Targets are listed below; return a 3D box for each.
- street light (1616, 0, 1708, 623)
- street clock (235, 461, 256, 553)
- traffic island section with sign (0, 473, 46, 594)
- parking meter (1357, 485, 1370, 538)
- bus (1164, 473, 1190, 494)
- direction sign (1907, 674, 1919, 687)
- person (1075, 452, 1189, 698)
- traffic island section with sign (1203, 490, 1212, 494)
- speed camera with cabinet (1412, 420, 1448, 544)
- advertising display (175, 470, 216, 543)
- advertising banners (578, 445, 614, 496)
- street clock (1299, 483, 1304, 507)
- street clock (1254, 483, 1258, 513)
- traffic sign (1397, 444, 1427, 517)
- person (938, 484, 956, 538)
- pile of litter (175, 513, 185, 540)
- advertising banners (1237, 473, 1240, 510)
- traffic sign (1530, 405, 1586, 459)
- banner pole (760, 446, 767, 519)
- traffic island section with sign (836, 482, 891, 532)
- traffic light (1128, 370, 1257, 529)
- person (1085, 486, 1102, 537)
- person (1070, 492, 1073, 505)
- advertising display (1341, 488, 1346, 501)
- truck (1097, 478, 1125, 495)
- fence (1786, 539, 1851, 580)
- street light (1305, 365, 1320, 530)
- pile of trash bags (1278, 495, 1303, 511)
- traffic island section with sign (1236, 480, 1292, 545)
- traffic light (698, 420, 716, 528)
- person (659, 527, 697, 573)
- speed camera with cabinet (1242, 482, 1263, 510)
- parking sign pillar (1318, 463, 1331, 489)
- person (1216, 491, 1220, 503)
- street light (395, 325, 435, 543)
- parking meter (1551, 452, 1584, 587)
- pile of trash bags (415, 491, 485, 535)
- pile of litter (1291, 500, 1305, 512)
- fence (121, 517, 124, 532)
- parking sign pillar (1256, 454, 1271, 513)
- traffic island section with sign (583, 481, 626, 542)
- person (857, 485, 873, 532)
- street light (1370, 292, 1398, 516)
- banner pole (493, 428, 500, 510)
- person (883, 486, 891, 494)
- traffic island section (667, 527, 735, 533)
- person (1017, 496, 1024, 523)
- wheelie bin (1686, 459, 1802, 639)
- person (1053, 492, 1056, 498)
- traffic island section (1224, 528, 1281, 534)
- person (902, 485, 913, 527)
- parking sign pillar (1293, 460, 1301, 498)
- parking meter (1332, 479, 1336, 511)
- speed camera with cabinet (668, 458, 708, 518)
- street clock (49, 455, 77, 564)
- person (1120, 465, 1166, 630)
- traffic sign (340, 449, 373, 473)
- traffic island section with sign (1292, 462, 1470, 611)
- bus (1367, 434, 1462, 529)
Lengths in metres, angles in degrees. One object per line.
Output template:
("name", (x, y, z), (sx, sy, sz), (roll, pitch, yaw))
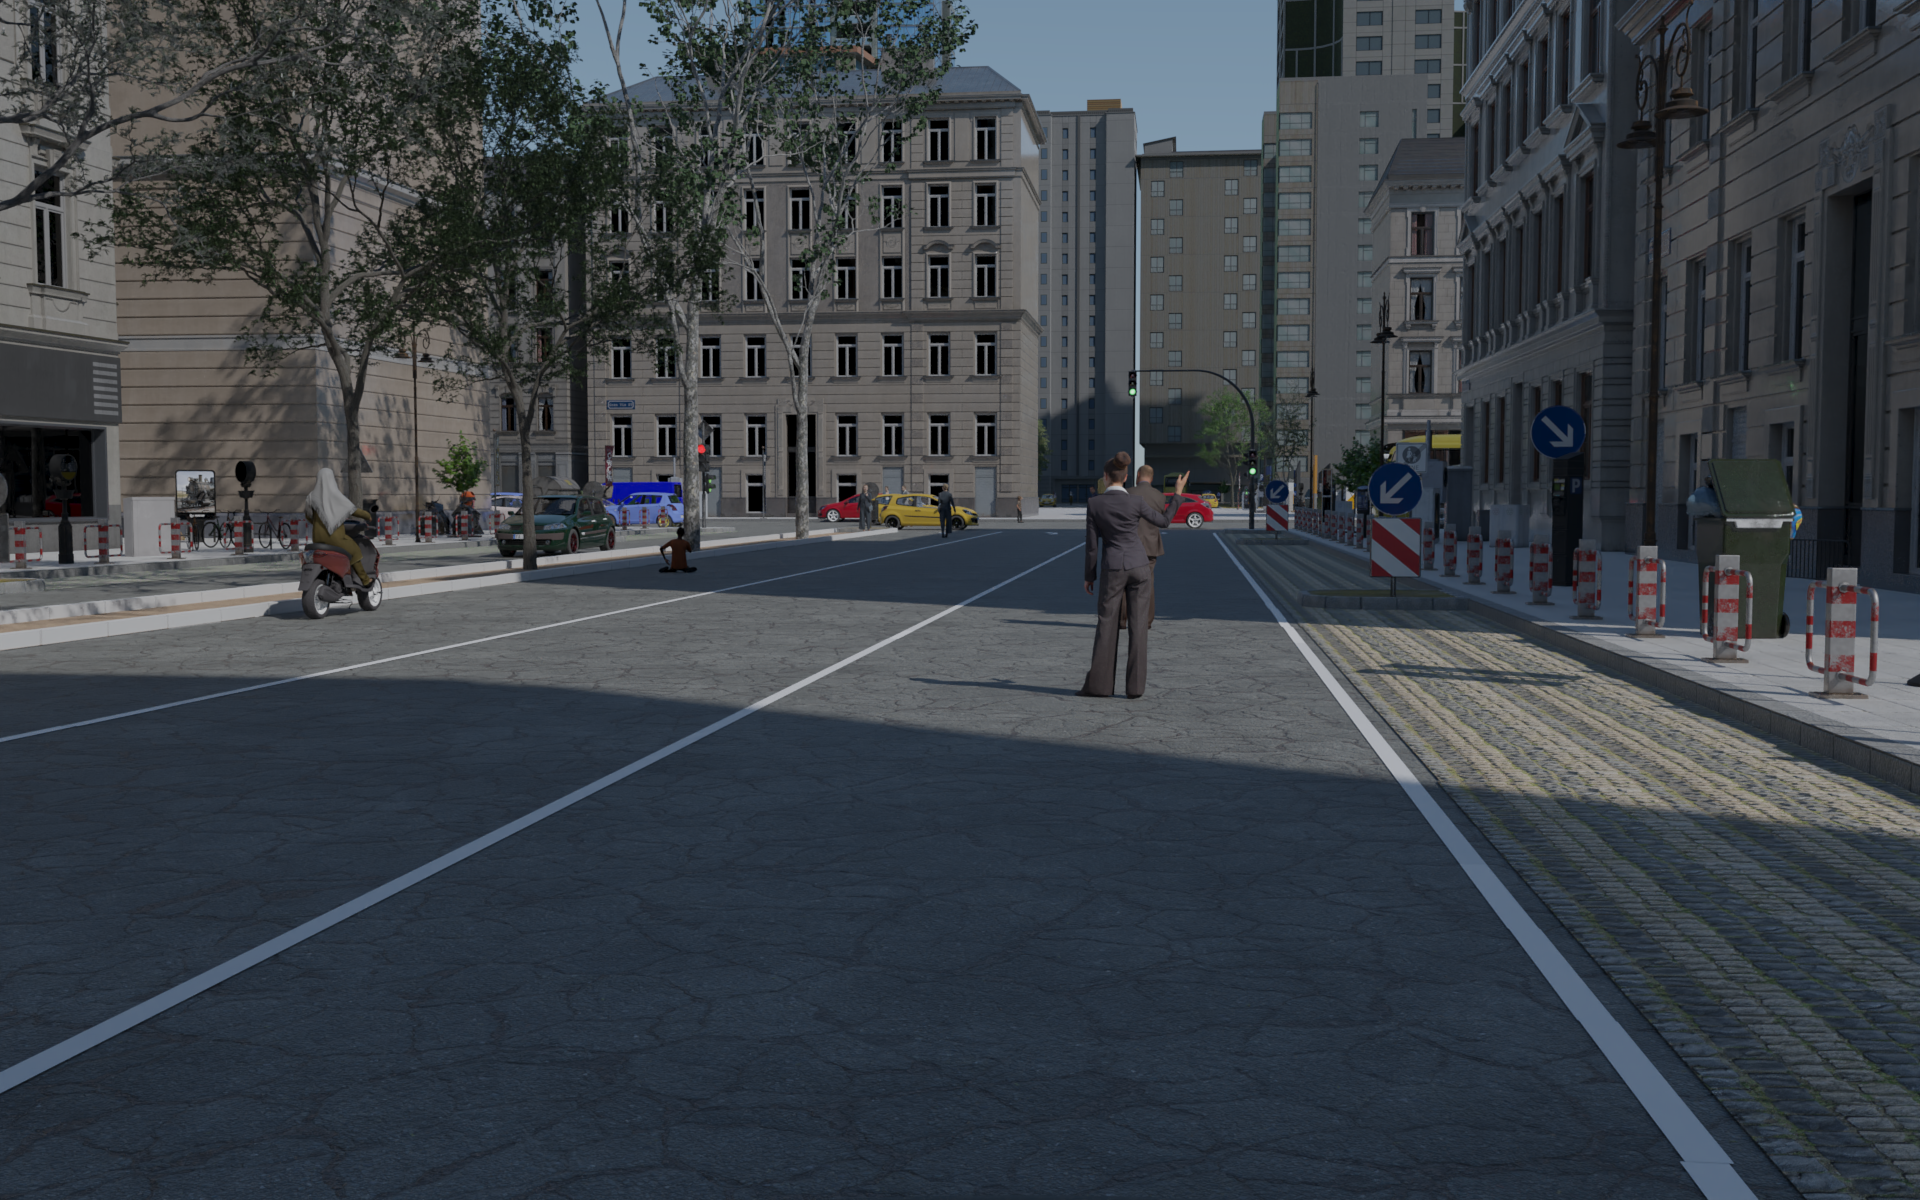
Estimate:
("street light", (6.786, -2.698, 16.900), (0.468, 5.910, 1.993), (0, 4, 7))
("street clock", (-15.613, -2.038, 37.896), (0.471, 2.002, 0.358), (3, 4, 36))
("traffic island section with sign", (-14.616, -1.020, 25.311), (1.989, 1.847, 2.006), (0, 4, 7))
("parking meter", (11.754, -2.572, 50.468), (0.372, 1.533, 0.369), (0, 3, 0))
("bus", (24.744, -12.622, 197.920), (2.896, 3.916, 12.252), (1, 4, 9))
("direction sign", (6.541, -1.191, 11.463), (0.379, 3.537, 0.876), (2, 4, 34))
("person", (1.228, -0.181, 12.261), (0.742, 1.727, 0.445), (-2, 4, -26))
("traffic island section with sign", (29.254, -12.155, 207.355), (1.989, 1.847, 2.006), (0, 4, 7))
("speed camera with cabinet", (12.359, -3.129, 45.502), (0.660, 3.252, 2.038), (2, 4, 25))
("advertising display", (-20.187, -2.481, 45.771), (0.974, 1.923, 0.123), (-2, 4, -24))
("advertising banners", (-12.888, -3.989, 61.409), (0.090, 3.025, 2.074), (2, 4, 27))
("street clock", (22.101, -6.586, 112.244), (0.358, 2.002, 0.471), (0, 4, -4))
("street clock", (19.865, -6.872, 116.928), (0.358, 2.002, 0.471), (-2, 4, -32))
("traffic sign", (8.965, -1.977, 34.449), (0.606, 2.300, 0.079), (0, 4, 8))
("person", (-0.449, -2.932, 56.852), (0.576, 1.772, 0.534), (-1, 4, -18))
("pile of litter", (-21.990, -2.074, 47.881), (1.719, 0.858, 1.176), (1, 4, 9))
("advertising banners", (22.731, -8.881, 141.391), (0.090, 3.025, 2.074), (1, 4, 15))
("traffic sign", (8.590, -1.520, 24.960), (0.768, 2.556, 0.104), (0, 4, 8))
("banner pole", (-10.298, -6.185, 91.138), (0.401, 3.779, 0.863), (0, 4, 6))
("traffic island section with sign", (-3.482, -3.488, 65.173), (2.006, 1.907, 1.989), (0, 4, 7))
("traffic light", (8.515, -5.411, 63.135), (4.771, 5.953, 1.251), (0, 4, 7))
("person", (4.422, -2.934, 57.397), (0.530, 1.710, 0.541), (0, 4, -1))
("person", (14.375, -13.051, 222.621), (0.721, 1.736, 1.217), (1, 4, 19))
("advertising display", (22.770, -5.957, 102.605), (0.123, 1.923, 0.974), (2, 4, 28))
("truck", (18.005, -12.950, 207.664), (3.469, 3.379, 9.791), (0, 4, 7))
("fence", (11.157, -0.483, 23.278), (0.278, 0.683, 2.069), (-1, 4, -19))
("street light", (12.659, -5.480, 62.378), (0.468, 5.910, 1.993), (0, 4, 7))
("pile of trash bags", (25.404, -7.303, 129.156), (3.447, 1.369, 1.912), (1, 4, 9))
("traffic island section with sign", (8.854, -2.481, 49.195), (1.989, 1.847, 2.006), (0, 4, 7))
("traffic light", (-9.695, -4.690, 65.601), (0.839, 4.253, 0.868), (0, 4, 7))
("person", (-5.158, -0.913, 31.717), (0.859, 0.850, 0.655), (0, 4, -2))
("speed camera with cabinet", (23.175, -8.651, 135.786), (2.038, 3.252, 0.660), (3, 4, 37))
("parking sign pillar", (31.962, -9.972, 151.511), (1.447, 3.967, 1.447), (-3, 4, -36))
("person", (36.005, -14.270, 241.678), (0.709, 1.838, 0.599), (-2, 4, -29))
("street light", (-14.364, -4.461, 45.721), (0.468, 5.910, 1.993), (0, 4, 7))
("parking meter", (8.455, -1.126, 24.117), (0.399, 1.863, 0.255), (-2, 4, -30))
("pile of trash bags", (-16.126, -2.789, 55.356), (1.912, 1.369, 3.447), (0, 4, -1))
("pile of litter", (23.857, -6.553, 121.099), (1.176, 0.858, 1.719), (-1, 4, -16))
("fence", (-21.507, -1.802, 44.830), (0.278, 0.683, 2.069), (-3, 5, -45))
("parking sign pillar", (20.913, -7.920, 117.965), (1.447, 3.967, 1.447), (1, 4, 13))
("traffic island section with sign", (-11.165, -2.655, 52.045), (1.989, 1.847, 2.006), (0, 4, 7))
("person", (-3.472, -3.318, 63.174), (0.576, 1.772, 0.534), (0, 4, -5))
("street light", (9.702, -4.097, 39.769), (0.468, 5.910, 1.993), (0, 4, 7))
("banner pole", (-17.628, -4.640, 65.886), (0.401, 3.779, 0.863), (-2, 4, -30))
("person", (-3.552, -4.621, 84.080), (0.581, 1.822, 0.654), (0, 4, 2))
("traffic island section", (-9.734, -2.658, 65.740), (2.009, 0.180, 2.903), (0, 4, 7))
("person", (2.999, -4.502, 86.021), (0.340, 1.345, 0.435), (1, 4, 10))
("wheelie bin", (6.992, -0.468, 15.558), (0.980, 1.594, 0.693), (0, 3, 0))
("person", (11.435, -12.285, 210.026), (0.551, 1.740, 0.621), (1, 4, 22))
("traffic island section", (10.639, -2.498, 63.118), (2.009, 0.180, 2.903), (0, 4, 7))
("person", (-2.395, -4.076, 75.260), (0.853, 1.813, 0.709), (-2, 4, -30))
("parking sign pillar", (26.871, -9.175, 138.487), (1.447, 3.967, 1.447), (2, 4, 24))
("parking meter", (12.722, -3.298, 59.630), (0.399, 1.863, 0.255), (-2, 4, -32))
("speed camera with cabinet", (-14.800, -6.107, 94.180), (2.038, 3.252, 0.660), (0, 4, 5))
("street clock", (-16.425, -1.664, 31.772), (0.358, 2.002, 0.471), (1, 4, 10))
("person", (1.863, -0.567, 18.455), (0.565, 1.739, 0.600), (-3, 5, -39))
("traffic sign", (-15.060, -2.642, 43.208), (0.884, 2.594, 0.081), (1, 4, 11))
("traffic island section with sign", (5.379, -0.832, 22.226), (1.989, 1.847, 2.006), (0, 4, 7))
("bus", (23.163, -4.920, 71.986), (12.252, 3.916, 2.896), (0, 4, 6))
